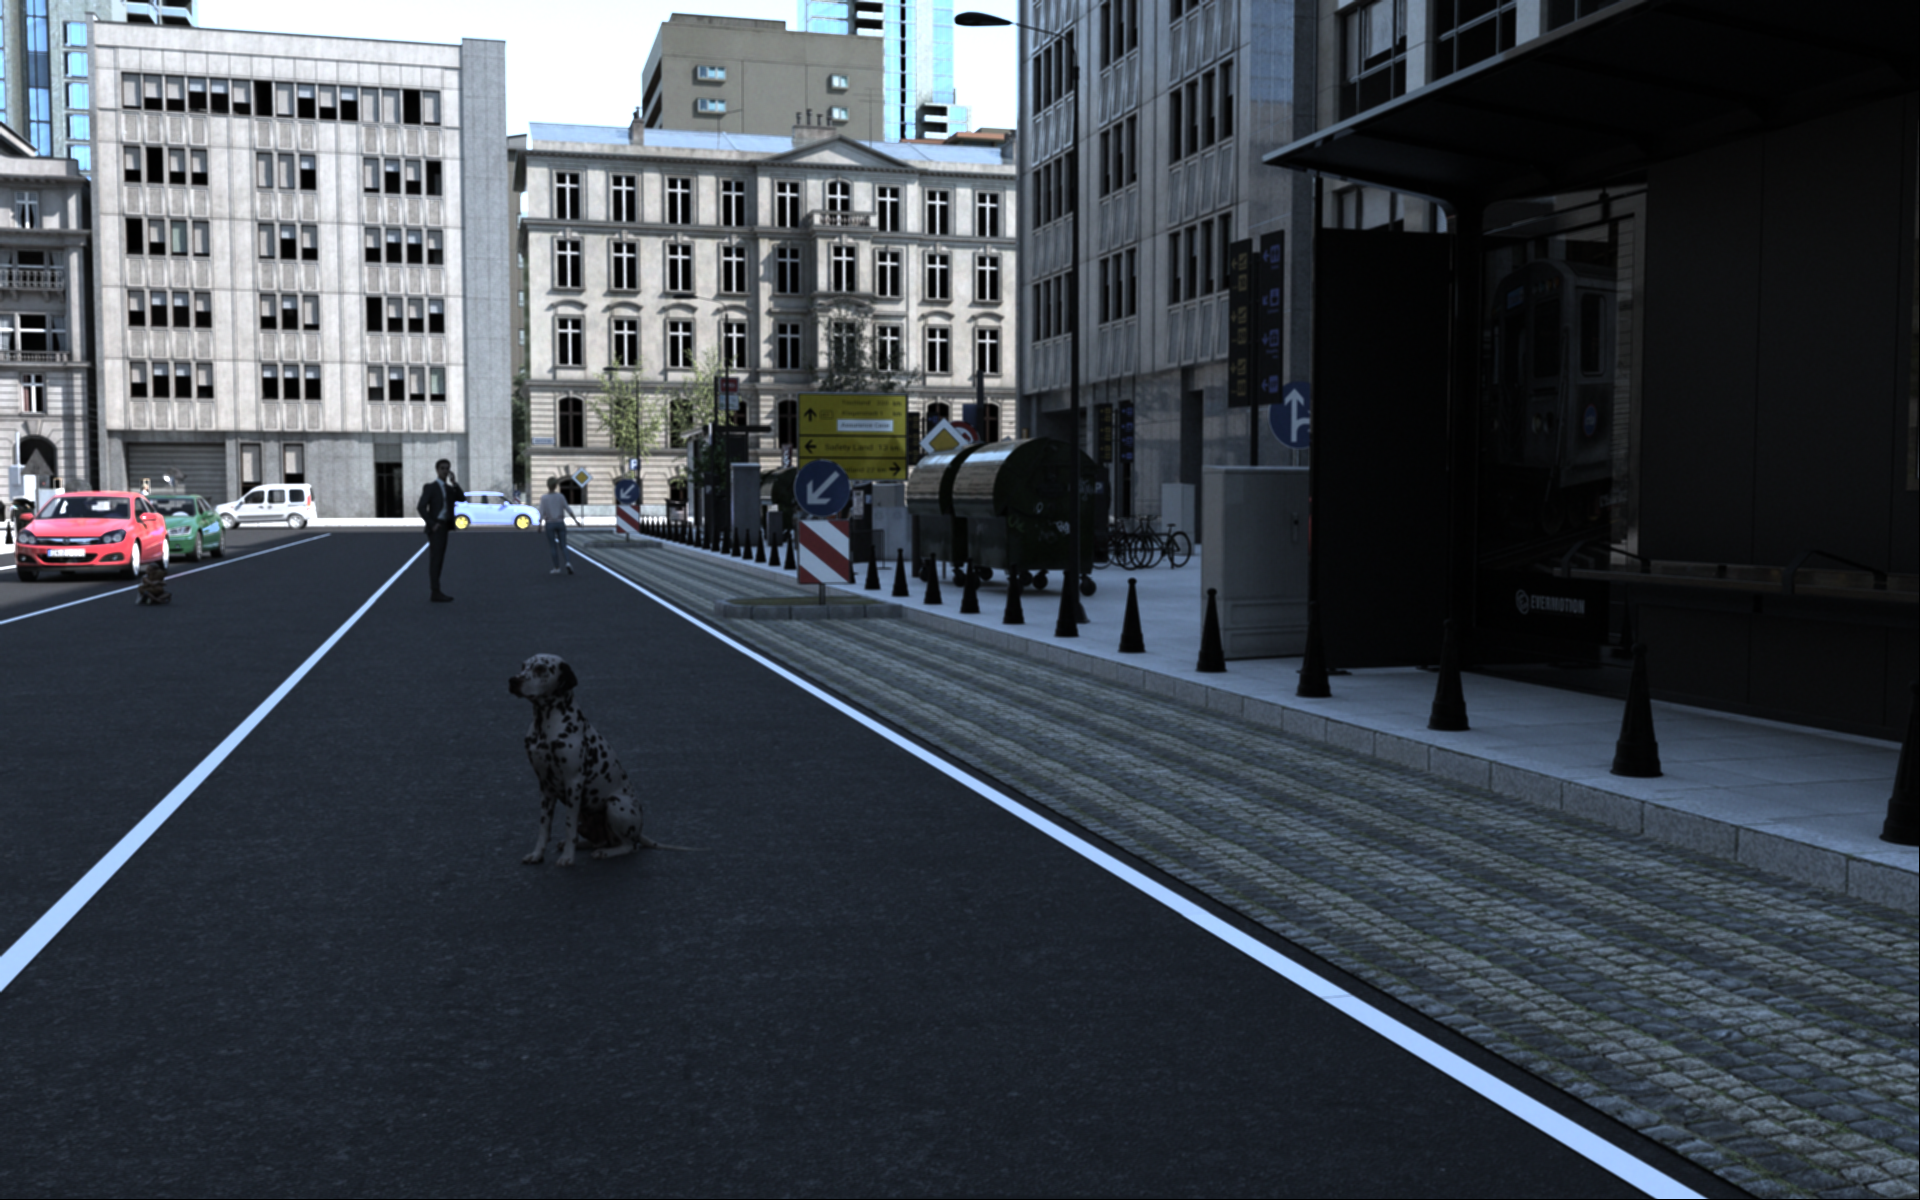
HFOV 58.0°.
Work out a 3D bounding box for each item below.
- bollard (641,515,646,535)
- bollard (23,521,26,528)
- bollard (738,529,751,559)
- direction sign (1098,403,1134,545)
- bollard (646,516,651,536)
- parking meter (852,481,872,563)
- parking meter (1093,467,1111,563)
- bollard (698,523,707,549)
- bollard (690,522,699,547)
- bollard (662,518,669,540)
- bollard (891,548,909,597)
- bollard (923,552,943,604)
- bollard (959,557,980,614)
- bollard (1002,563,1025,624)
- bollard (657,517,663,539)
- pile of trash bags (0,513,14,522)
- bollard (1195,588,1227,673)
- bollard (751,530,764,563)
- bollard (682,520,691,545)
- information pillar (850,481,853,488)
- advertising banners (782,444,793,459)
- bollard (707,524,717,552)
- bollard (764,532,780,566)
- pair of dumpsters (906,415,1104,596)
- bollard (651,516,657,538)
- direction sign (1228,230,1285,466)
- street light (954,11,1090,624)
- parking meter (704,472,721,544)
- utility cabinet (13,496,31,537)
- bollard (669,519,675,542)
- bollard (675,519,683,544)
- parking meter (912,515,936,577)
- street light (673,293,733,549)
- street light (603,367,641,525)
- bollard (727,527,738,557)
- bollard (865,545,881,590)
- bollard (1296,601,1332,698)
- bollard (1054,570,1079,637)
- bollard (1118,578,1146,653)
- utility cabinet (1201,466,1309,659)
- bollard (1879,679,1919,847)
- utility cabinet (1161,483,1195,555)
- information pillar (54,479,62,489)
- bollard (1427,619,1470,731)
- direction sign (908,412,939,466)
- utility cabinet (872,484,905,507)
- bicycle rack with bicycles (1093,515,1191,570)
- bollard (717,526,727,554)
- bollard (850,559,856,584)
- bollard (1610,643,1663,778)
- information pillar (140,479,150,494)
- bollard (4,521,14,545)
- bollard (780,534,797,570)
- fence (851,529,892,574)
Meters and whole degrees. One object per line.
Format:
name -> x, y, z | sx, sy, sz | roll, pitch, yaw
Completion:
bollard -> -9.762, -2.330, 54.144 | 0.229, 0.601, 0.229 | 0, 3, 0
bollard -> -24.596, -1.805, 45.558 | 0.229, 0.601, 0.229 | 0, 3, 0
bollard -> -4.177, -1.102, 34.066 | 0.229, 0.601, 0.229 | 0, 3, 0
direction sign -> 3.890, -3.132, 43.209 | 0.876, 3.537, 0.379 | 1, 4, 9
bollard -> -9.327, -2.235, 52.592 | 0.229, 0.601, 0.229 | 0, 3, 0
parking meter -> -1.833, -1.477, 32.564 | 0.372, 1.533, 0.369 | 0, 3, 0
parking meter -> 2.600, -1.626, 32.291 | 0.399, 1.863, 0.255 | 1, 4, 14
bollard -> -5.898, -1.481, 40.259 | 0.229, 0.601, 0.229 | 0, 3, 0
bollard -> -6.325, -1.576, 41.802 | 0.229, 0.601, 0.229 | 0, 3, 0
bollard -> -8.041, -1.952, 47.955 | 0.229, 0.601, 0.229 | 0, 3, 0
bollard -> -0.750, -0.350, 21.766 | 0.229, 0.601, 0.229 | 0, 3, 0
bollard -> -0.316, -0.255, 20.216 | 0.229, 0.601, 0.229 | 0, 3, 0
bollard -> 0.107, -0.161, 18.676 | 0.229, 0.601, 0.229 | 0, 3, 0
bollard -> 0.532, -0.067, 17.141 | 0.229, 0.601, 0.229 | 0, 3, 0
bollard -> -8.469, -2.046, 49.496 | 0.229, 0.601, 0.229 | 0, 3, 0
pile of trash bags -> -44.082, -4.224, 78.813 | 3.447, 1.369, 1.912 | -1, 4, -18
bollard -> 1.820, 0.215, 12.529 | 0.229, 0.601, 0.229 | 0, 3, 0
bollard -> -3.747, -1.009, 32.532 | 0.229, 0.601, 0.229 | 0, 3, 0
bollard -> -6.751, -1.669, 43.337 | 0.229, 0.601, 0.229 | 0, 3, 0
information pillar -> -5.409, -4.910, 84.763 | 0.304, 2.012, 0.304 | 3, 4, 39
advertising banners -> -6.617, -3.943, 60.651 | 2.074, 3.025, 0.090 | 3, 4, 37
bollard -> -5.464, -1.387, 38.711 | 0.229, 0.601, 0.229 | 0, 3, 0
bollard -> -3.320, -0.915, 30.995 | 0.229, 0.601, 0.229 | 0, 3, 0
pair of dumpsters -> 0.547, -1.285, 23.498 | 1.574, 2.255, 4.437 | -1, 4, -15
bollard -> -8.900, -2.141, 51.042 | 0.229, 0.601, 0.229 | 0, 3, 0
direction sign -> 2.604, -1.427, 15.325 | 0.379, 3.537, 0.876 | -1, 4, -21
street light -> 0.617, -2.719, 16.992 | 1.470, 5.913, 1.316 | -1, 4, -15
parking meter -> -6.426, -2.399, 44.937 | 0.399, 1.863, 0.255 | 2, 4, 30
utility cabinet -> -28.099, -2.491, 51.885 | 0.306, 1.237, 1.020 | -1, 4, -17
bollard -> -7.606, -1.857, 46.406 | 0.229, 0.601, 0.229 | 0, 3, 0
bollard -> -7.181, -1.763, 44.871 | 0.229, 0.601, 0.229 | 0, 3, 0
parking meter -> -0.557, -1.122, 26.753 | 0.372, 1.533, 0.369 | 0, 3, 0
street light -> -5.969, -4.151, 40.402 | 1.470, 5.913, 1.316 | -1, 4, -15
street light -> -12.379, -5.573, 63.652 | 1.470, 5.913, 1.316 | -1, 4, -15
bollard -> -4.602, -1.197, 35.610 | 0.229, 0.601, 0.229 | 0, 3, 0
bollard -> -1.178, -0.444, 23.308 | 0.229, 0.601, 0.229 | 0, 3, 0
bollard -> 2.250, 0.309, 10.995 | 0.229, 0.601, 0.229 | 0, 3, 0
bollard -> 0.961, 0.027, 15.604 | 0.229, 0.601, 0.229 | 0, 3, 0
bollard -> 1.397, 0.121, 14.065 | 0.229, 0.601, 0.229 | 0, 3, 0
utility cabinet -> 2.465, -0.302, 13.619 | 1.173, 1.500, 0.318 | -2, 4, -29
bollard -> 3.529, 0.591, 6.387 | 0.229, 0.601, 0.229 | 0, 3, 0
utility cabinet -> 4.614, -1.706, 36.572 | 0.318, 1.500, 1.173 | -1, 4, -14
information pillar -> -42.651, -4.737, 81.938 | 0.304, 2.012, 0.304 | -1, 4, -17
bollard -> 2.673, 0.403, 9.456 | 0.229, 0.601, 0.229 | 0, 3, 0
direction sign -> -1.018, -3.418, 47.874 | 0.876, 3.537, 0.379 | 0, 4, -5
utility cabinet -> -1.681, -1.718, 36.776 | 0.318, 1.500, 1.173 | -3, 5, -44
bicycle rack with bicycles -> 2.692, -1.021, 30.069 | 2.925, 0.926, 2.852 | -1, 4, -21
bollard -> -5.028, -1.291, 37.144 | 0.229, 0.601, 0.229 | 0, 3, 0
bollard -> -1.606, -0.538, 24.842 | 0.229, 0.601, 0.229 | 0, 3, 0
bollard -> 3.101, 0.497, 7.921 | 0.229, 0.601, 0.229 | 0, 3, 0
information pillar -> -39.975, -4.923, 84.988 | 0.304, 2.012, 0.304 | 2, 4, 31
bollard -> -24.168, -1.711, 44.011 | 0.229, 0.601, 0.229 | 0, 3, 0
bollard -> -2.889, -0.820, 29.455 | 0.229, 0.601, 0.229 | 0, 3, 0
fence -> -1.537, -0.811, 28.636 | 0.278, 0.683, 2.069 | 1, 4, 14
